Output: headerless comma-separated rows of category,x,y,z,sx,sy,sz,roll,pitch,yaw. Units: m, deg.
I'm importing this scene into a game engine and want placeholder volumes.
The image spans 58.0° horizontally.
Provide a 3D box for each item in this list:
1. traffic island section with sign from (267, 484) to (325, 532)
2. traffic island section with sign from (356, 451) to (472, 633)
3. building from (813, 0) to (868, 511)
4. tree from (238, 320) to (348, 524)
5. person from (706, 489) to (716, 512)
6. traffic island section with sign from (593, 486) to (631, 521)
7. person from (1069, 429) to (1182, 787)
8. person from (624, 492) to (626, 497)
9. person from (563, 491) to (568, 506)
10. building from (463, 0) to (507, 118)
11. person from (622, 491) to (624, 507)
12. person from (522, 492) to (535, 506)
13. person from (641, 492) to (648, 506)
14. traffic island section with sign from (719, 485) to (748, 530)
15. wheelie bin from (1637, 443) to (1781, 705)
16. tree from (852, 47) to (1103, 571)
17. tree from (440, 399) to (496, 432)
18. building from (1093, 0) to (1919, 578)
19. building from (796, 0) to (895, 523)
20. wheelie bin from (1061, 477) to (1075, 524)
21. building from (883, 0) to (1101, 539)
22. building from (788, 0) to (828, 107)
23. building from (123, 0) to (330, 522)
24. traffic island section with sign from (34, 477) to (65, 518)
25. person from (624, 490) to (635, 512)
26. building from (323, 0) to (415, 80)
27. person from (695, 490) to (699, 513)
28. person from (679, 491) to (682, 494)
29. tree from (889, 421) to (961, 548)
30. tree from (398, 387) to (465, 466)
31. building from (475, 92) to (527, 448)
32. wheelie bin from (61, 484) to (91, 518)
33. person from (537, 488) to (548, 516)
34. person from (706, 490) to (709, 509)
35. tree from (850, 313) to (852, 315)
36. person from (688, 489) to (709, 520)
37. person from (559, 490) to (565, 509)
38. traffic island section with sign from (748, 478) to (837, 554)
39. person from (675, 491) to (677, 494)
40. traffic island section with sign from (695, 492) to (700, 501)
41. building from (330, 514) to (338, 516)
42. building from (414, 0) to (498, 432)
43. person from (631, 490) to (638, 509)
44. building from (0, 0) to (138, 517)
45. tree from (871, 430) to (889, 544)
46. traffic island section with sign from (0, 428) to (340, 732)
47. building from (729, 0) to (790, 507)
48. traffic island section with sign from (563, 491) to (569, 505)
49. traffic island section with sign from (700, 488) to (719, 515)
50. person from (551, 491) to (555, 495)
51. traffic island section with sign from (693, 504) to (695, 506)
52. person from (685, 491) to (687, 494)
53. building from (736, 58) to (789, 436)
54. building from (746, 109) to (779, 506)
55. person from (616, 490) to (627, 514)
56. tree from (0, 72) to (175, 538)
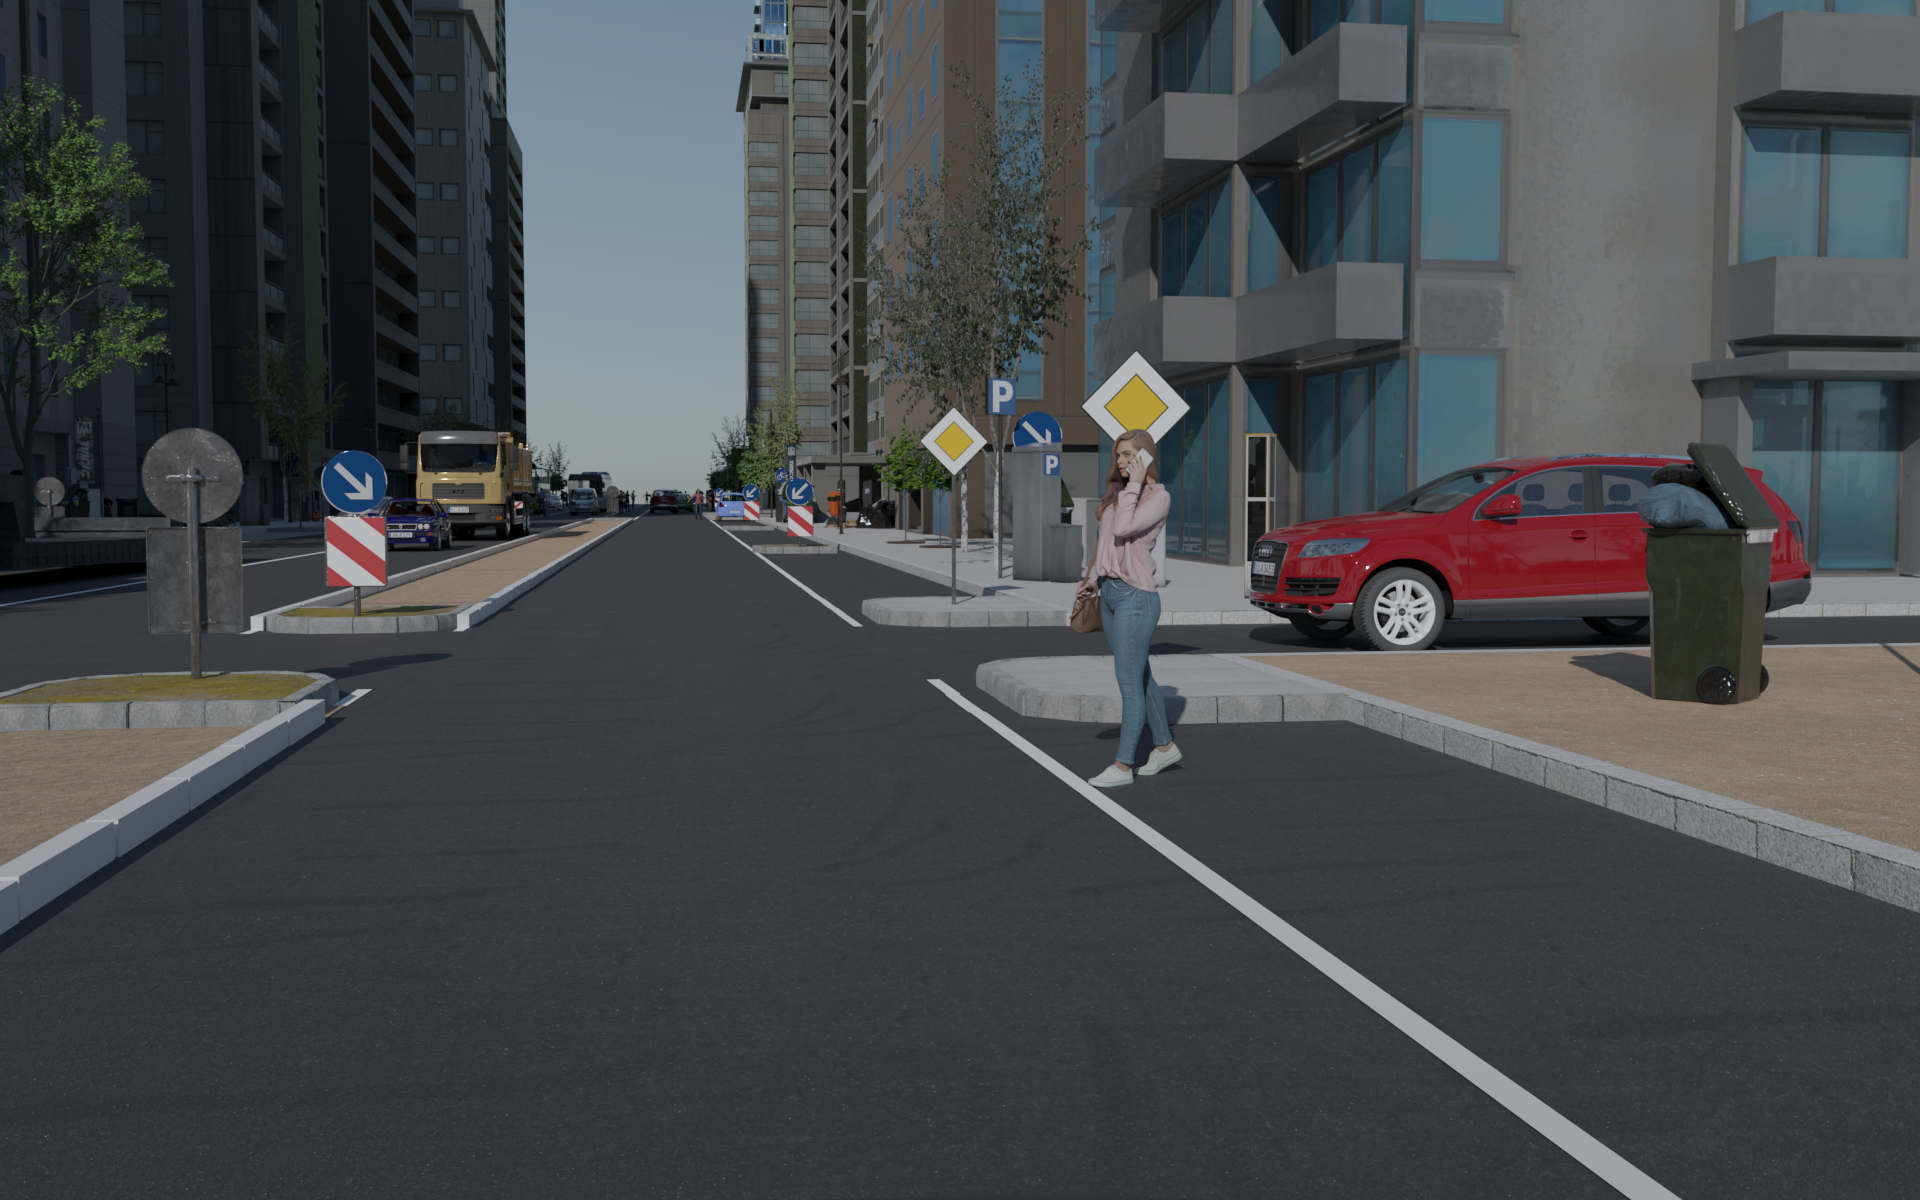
traffic island section with sign,-25.124,-3.499,65.835,1.989,1.847,2.006,-1,4,-9
traffic island section with sign,-6.418,-0.648,18.738,2.006,1.907,1.989,-1,4,-9
building,0.324,-41.199,111.854,20.563,71.187,20.611,-1,4,-9
tree,-28.531,-7.537,73.595,4.737,8.622,4.395,0,3,0
person,-19.706,-7.945,138.335,1.348,1.831,0.705,2,4,33
traffic island section with sign,-18.649,-5.183,92.879,2.006,1.907,1.989,-1,4,-9
person,0.889,0.028,8.628,0.643,1.750,0.593,-1,4,-22
person,-45.938,-13.932,237.213,0.530,1.710,0.541,0,4,-2
person,-46.660,-12.036,205.367,0.705,1.814,1.350,2,4,34
building,-68.950,-48.521,231.565,20.563,71.187,20.611,-1,4,-9
person,-37.041,-11.116,190.797,0.434,1.755,0.990,0,4,-5
person,-23.522,-5.193,94.198,0.721,1.735,1.217,1,4,19
person,-36.611,-11.813,202.356,1.217,1.736,0.721,-2,4,-25
traffic island section with sign,-8.482,-3.709,69.269,1.989,1.847,2.006,-1,4,-9
wheelie bin,4.647,-0.177,10.810,0.693,1.594,0.980,3,5,42
tree,0.566,-4.814,29.076,4.360,8.622,3.978,0,3,0
tree,-39.109,-11.338,135.735,4.737,8.622,4.395,0,3,0
building,17.775,-25.464,35.941,30.456,49.044,23.786,-1,4,-9
building,8.295,-24.045,85.012,32.217,40.220,23.993,-1,4,-9
wheelie bin,1.347,-1.208,27.662,0.980,1.594,0.693,-3,5,-39
building,5.210,-24.814,55.815,14.600,45.320,14.200,-1,4,-9
building,-5.804,-27.261,129.310,14.154,41.232,14.086,-1,4,-9
building,-38.808,-24.339,81.544,14.154,41.232,14.086,-1,4,-9
traffic island section with sign,-20.722,-1.867,39.147,1.989,1.847,2.006,-1,4,-9
person,-26.883,-8.012,140.213,1.217,1.735,0.721,1,4,15
building,-50.346,-30.388,120.540,21.300,48.544,21.600,-1,4,-9
person,-20.240,-7.612,133.751,0.445,1.727,0.742,0,4,-7
person,-28.784,-10.377,178.950,0.721,1.735,1.217,0,4,6
tree,-0.404,-2.865,41.447,1.663,3.219,1.824,0,3,0
tree,-36.185,-10.296,118.699,4.360,8.622,3.978,0,3,0
building,-64.984,-35.955,211.558,21.300,48.544,21.600,-1,4,-9
wheelie bin,-26.556,-2.701,52.077,0.693,1.594,0.980,-3,5,-44
person,-27.190,-6.384,112.747,0.709,1.838,0.599,0,4,3
person,-24.615,-9.803,168.796,0.705,1.823,1.348,-1,4,-9
tree,-0.132,-5.342,37.697,4.360,8.622,3.978,0,3,0
person,-14.708,-5.392,97.377,1.217,1.743,0.721,-1,4,-9
person,-38.108,-9.612,165.676,0.705,1.822,1.348,1,4,21
traffic island section with sign,-4.104,-2.082,42.671,1.989,1.847,2.006,-1,4,-9
person,-27.415,-9.661,167.011,0.990,1.755,0.434,1,4,10
traffic island section with sign,-21.040,-8.365,145.400,1.989,1.847,2.006,-1,4,-9
building,-45.697,-40.397,98.747,20.563,71.187,20.611,-1,4,-9
building,-65.307,-36.533,186.546,28.713,52.752,27.495,-1,4,-9
person,-31.795,-9.834,169.156,0.599,1.838,0.709,-2,4,-35
building,-40.584,-31.146,51.239,21.231,58.520,28.212,-1,4,-9
tree,-1.526,-3.073,44.847,1.663,3.219,1.824,0,3,0
traffic island section with sign,-5.223,-0.201,11.428,2.006,1.907,1.989,-1,4,-9
building,-20.212,-56.541,237.122,22.319,86.520,31.000,-1,4,-9
traffic island section with sign,-51.163,-13.161,223.816,1.989,1.847,2.006,-1,4,-9
traffic island section with sign,-16.648,-6.739,118.804,1.989,1.847,2.006,-1,4,-9
person,-48.434,-12.069,205.928,0.705,1.812,1.348,3,4,37
traffic island section with sign,-29.981,-11.680,199.594,1.989,1.847,2.006,-1,4,-9
person,-25.523,-9.321,161.426,1.217,1.766,0.721,1,4,21
building,-12.078,-37.961,209.903,28.713,52.752,27.495,-1,4,-9
building,-16.148,-30.878,188.447,14.154,41.232,14.086,-1,4,-9
person,-24.616,-7.110,125.464,0.721,1.736,1.217,3,5,42
tree,-23.970,-7.232,43.998,9.928,11.665,9.643,0,3,0
